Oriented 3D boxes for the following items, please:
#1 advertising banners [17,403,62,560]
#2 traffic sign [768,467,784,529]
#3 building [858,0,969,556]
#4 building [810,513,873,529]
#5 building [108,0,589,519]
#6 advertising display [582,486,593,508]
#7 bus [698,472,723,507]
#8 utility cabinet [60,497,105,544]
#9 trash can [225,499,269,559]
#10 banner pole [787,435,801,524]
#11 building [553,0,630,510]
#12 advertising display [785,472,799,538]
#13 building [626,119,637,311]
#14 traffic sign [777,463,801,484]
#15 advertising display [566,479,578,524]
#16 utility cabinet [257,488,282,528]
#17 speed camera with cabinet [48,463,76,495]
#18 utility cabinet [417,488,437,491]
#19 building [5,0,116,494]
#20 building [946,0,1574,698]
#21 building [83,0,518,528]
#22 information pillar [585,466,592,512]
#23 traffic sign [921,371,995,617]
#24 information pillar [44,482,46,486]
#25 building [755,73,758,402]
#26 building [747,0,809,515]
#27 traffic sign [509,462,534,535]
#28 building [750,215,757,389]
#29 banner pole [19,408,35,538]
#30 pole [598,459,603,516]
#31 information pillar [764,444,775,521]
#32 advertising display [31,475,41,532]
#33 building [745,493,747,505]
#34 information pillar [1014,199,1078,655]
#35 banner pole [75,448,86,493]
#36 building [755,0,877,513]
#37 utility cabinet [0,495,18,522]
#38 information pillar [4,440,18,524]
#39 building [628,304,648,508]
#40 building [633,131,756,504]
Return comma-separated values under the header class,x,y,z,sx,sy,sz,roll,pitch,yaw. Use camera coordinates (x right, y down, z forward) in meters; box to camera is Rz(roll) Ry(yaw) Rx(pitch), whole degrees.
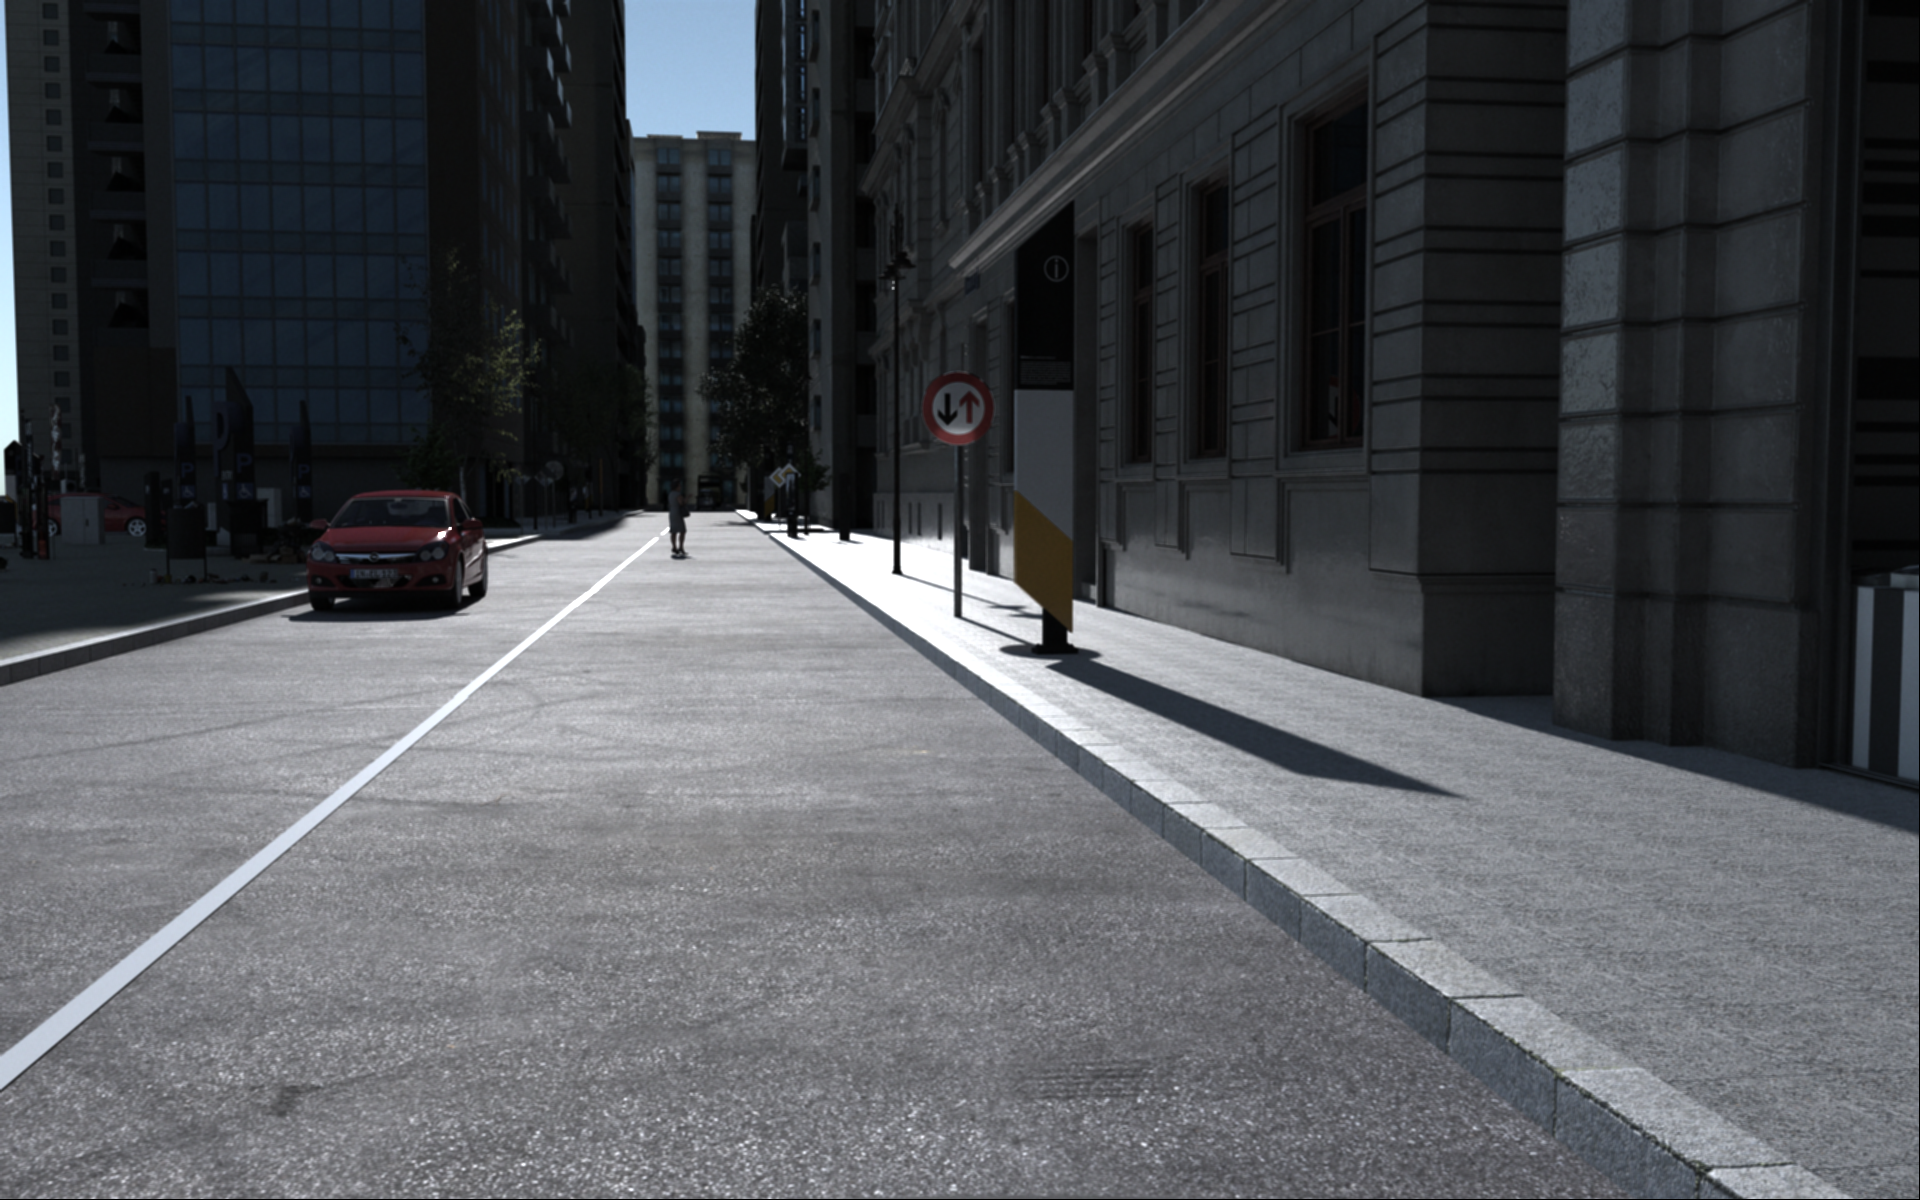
class,x,y,z,sx,sy,sz,roll,pitch,yaw
advertising banners,-18.047,-2.313,33.999,2.074,3.025,0.090,3,5,41
traffic sign,-6.564,-3.628,62.961,0.795,2.450,0.064,-1,4,-8
building,5.019,-15.644,43.174,14.401,28.519,23.554,-1,4,-8
building,4.257,-27.508,73.452,21.600,48.544,21.300,-1,4,-8
building,-34.523,-29.409,100.443,23.786,49.044,30.456,-1,4,-8
advertising display,-28.657,-7.837,133.341,0.974,1.923,0.123,2,4,32
bus,-27.866,-12.324,193.045,2.896,3.916,12.252,0,4,-8
utility cabinet,-22.572,-2.043,44.557,1.020,1.237,0.306,0,4,3
trash can,-14.079,-1.377,34.164,0.748,1.137,0.748,0,3,0
banner pole,-7.170,-5.143,74.097,0.401,3.779,0.863,-3,5,-41
building,-39.098,-31.856,144.555,21.300,48.544,21.600,-1,4,-8
advertising display,-4.979,-2.824,51.378,0.123,1.923,0.974,-1,4,-22
building,-45.212,-33.751,201.934,14.200,45.320,14.600,-1,4,-8
traffic sign,-5.430,-3.145,55.057,0.795,2.450,0.064,-1,4,-8
advertising display,-16.967,-4.315,75.770,0.123,1.923,0.974,1,4,8
utility cabinet,-25.686,-3.412,64.459,1.173,1.500,0.318,3,4,38
speed camera with cabinet,-56.736,-7.008,108.918,0.660,3.252,2.038,2,4,32
utility cabinet,-19.067,-3.275,62.218,1.173,1.500,0.318,2,4,33
building,-89.866,-46.051,191.183,20.611,71.187,20.563,-1,4,-8
building,6.432,-11.278,20.549,11.583,22.565,21.152,-1,4,-8
building,-26.098,-25.753,71.181,14.600,45.320,14.200,-1,4,-8
information pillar,-26.275,-8.019,122.458,0.504,3.616,0.183,-1,4,-22
traffic sign,-0.020,-1.097,18.041,0.768,2.556,0.104,0,4,-5
information pillar,-53.634,-5.919,101.268,0.304,2.012,0.304,0,4,1
building,-12.575,-29.556,166.842,14.154,41.232,14.086,-1,4,-8
building,-3.386,-49.309,118.879,22.319,86.520,31.000,-1,4,-8
traffic sign,-13.643,-3.074,53.903,0.795,2.450,0.064,-1,4,-8
building,-14.927,-25.083,181.813,14.160,30.474,14.107,-1,4,-8
banner pole,-27.216,-3.703,50.557,0.863,3.779,0.401,3,4,39
pole,-20.693,-6.474,99.692,0.158,3.312,0.155,0,3,0
information pillar,-8.960,-5.499,81.262,0.504,3.616,0.183,-1,4,-14
advertising display,-31.540,-3.299,59.150,0.123,1.923,0.974,-3,4,-38
building,-8.775,-31.176,201.603,32.217,40.220,23.993,-1,4,-8
information pillar,0.684,-1.375,13.831,0.504,3.616,0.183,-1,4,-13
banner pole,-47.862,-6.374,94.230,0.863,3.779,0.401,1,4,22
building,-6.557,-32.158,149.488,21.300,48.544,21.600,-1,4,-8
utility cabinet,-43.179,-4.131,78.703,0.306,1.237,1.020,1,4,23
information pillar,-41.304,-5.139,75.383,0.504,3.616,0.183,0,4,6
building,-45.368,-19.884,170.146,27.650,21.520,28.899,-1,4,-8
building,-32.103,-37.431,231.610,30.456,49.044,23.786,-1,4,-8
